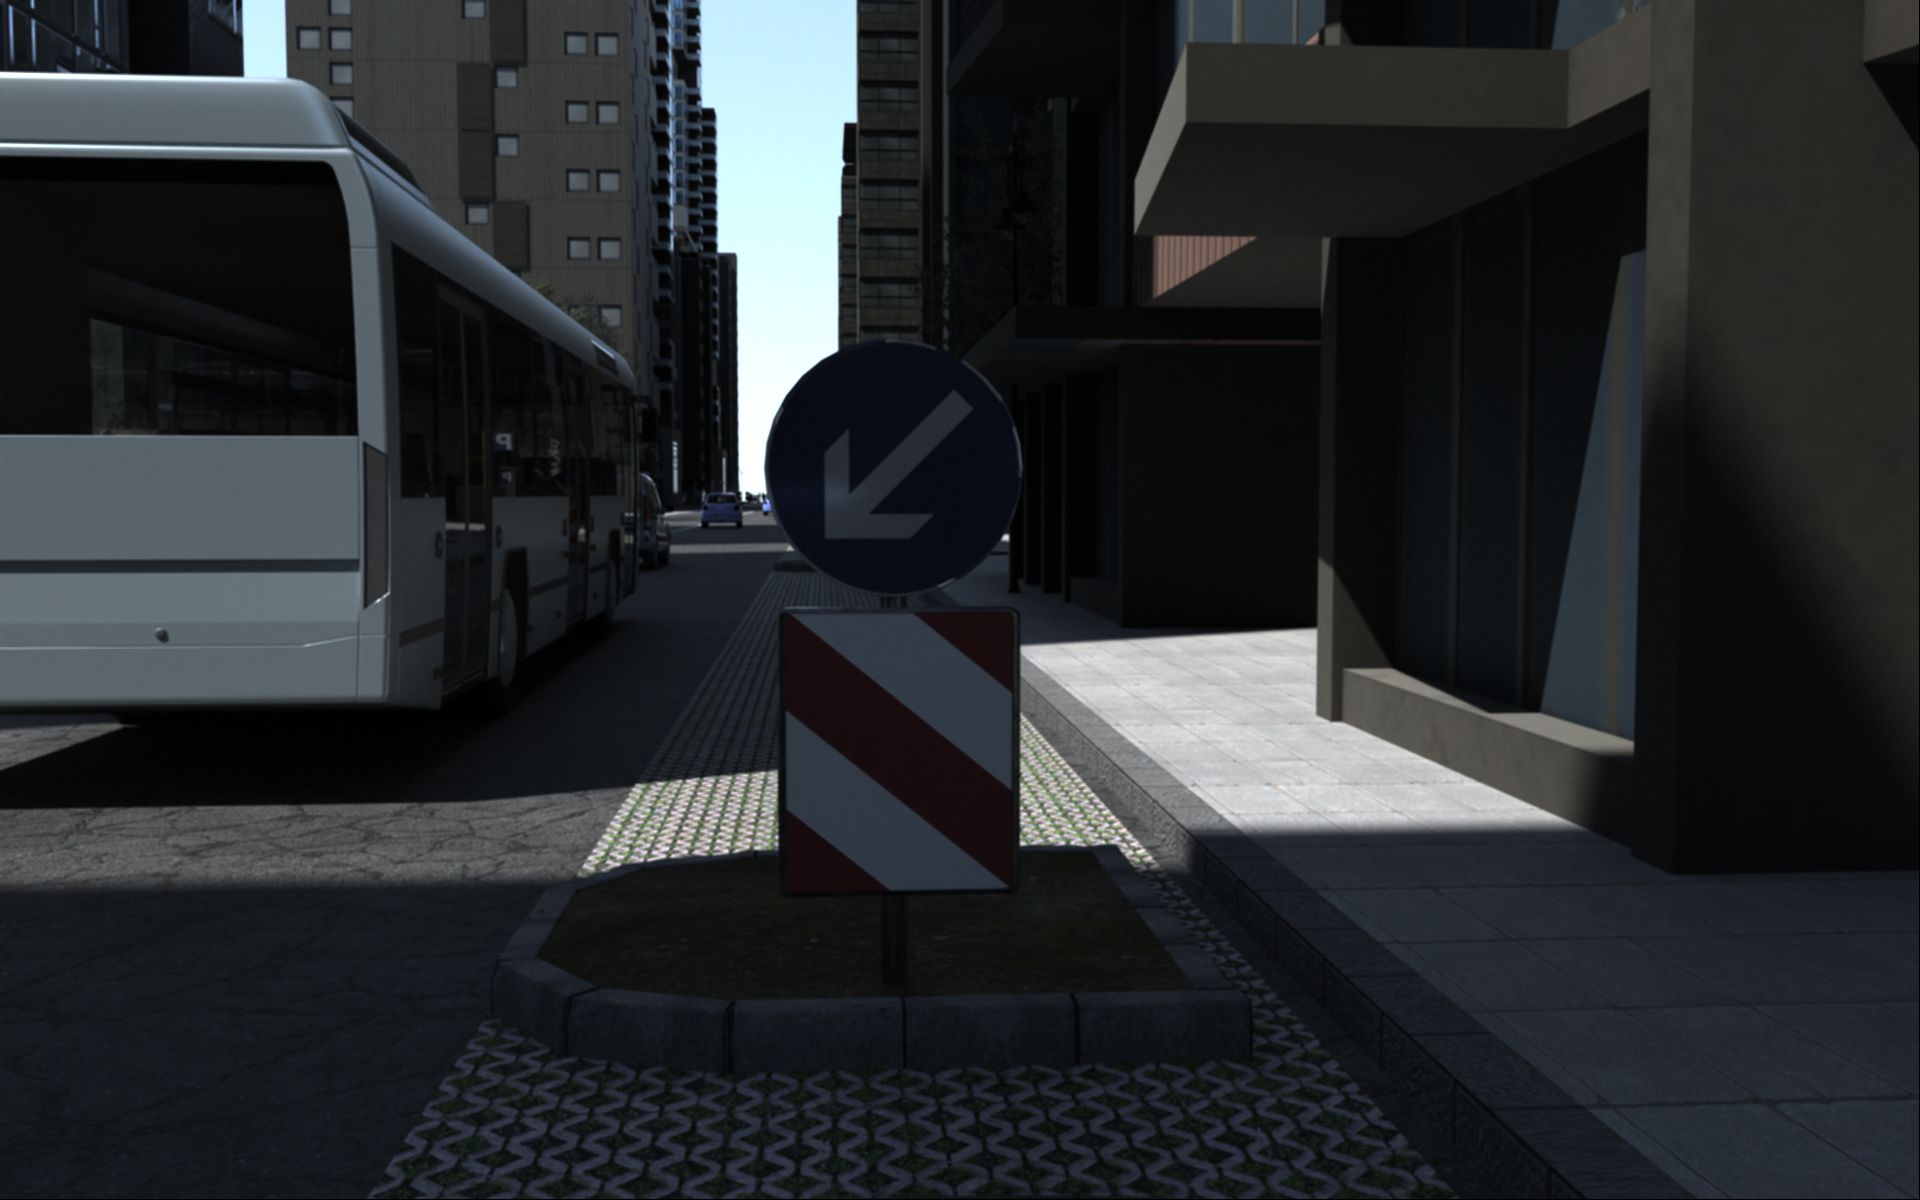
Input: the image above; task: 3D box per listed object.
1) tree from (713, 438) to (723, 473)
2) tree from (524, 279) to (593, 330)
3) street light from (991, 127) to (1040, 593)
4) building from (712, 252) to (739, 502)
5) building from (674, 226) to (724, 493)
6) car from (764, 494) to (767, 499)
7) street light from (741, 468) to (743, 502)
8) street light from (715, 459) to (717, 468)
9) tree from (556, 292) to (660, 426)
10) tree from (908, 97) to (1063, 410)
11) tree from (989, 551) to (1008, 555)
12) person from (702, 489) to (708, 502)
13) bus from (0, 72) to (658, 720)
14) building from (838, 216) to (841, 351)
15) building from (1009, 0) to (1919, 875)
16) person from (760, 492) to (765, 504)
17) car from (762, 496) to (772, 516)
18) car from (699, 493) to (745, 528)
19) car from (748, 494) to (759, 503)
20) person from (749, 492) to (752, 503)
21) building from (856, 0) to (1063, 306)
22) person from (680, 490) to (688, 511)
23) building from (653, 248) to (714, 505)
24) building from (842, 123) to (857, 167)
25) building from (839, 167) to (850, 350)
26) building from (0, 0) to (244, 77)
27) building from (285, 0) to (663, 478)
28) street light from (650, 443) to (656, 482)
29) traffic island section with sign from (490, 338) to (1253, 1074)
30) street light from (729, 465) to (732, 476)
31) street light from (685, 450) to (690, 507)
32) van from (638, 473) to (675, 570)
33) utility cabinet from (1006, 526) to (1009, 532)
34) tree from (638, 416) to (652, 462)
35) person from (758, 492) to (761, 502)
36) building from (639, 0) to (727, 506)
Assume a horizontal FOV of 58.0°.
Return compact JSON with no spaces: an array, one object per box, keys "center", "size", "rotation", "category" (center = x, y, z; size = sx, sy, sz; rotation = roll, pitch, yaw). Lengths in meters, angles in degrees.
[{"center":[-31.513,-16.256,216.152],"size":[4.737,8.622,4.395],"rotation":[0,3,0],"category":"tree"},{"center":[-22.456,-10.645,92.165],"size":[7.486,12.596,7.792],"rotation":[0,3,0],"category":"tree"},{"center":[0.705,-3.032,22.357],"size":[0.468,5.910,1.993],"rotation":[0,4,-5],"category":"street light"},{"center":[-43.854,-36.772,284.819],"size":[14.154,41.232,14.086],"rotation":[0,4,-5],"category":"building"},{"center":[-48.509,-33.149,233.863],"size":[32.217,40.220,23.993],"rotation":[0,4,-5],"category":"building"},{"center":[-29.018,-15.632,264.627],"size":[2.155,1.783,4.494],"rotation":[0,4,-5],"category":"car"},{"center":[-37.235,-19.746,295.626],"size":[0.468,5.910,1.993],"rotation":[0,4,-5],"category":"street light"},{"center":[-31.695,-15.416,224.838],"size":[0.468,5.910,1.993],"rotation":[0,4,-5],"category":"street light"},{"center":[-23.284,-11.869,104.435],"size":[12.009,13.543,11.850],"rotation":[0,3,0],"category":"tree"},{"center":[0.961,-4.970,31.620],"size":[4.360,8.622,3.978],"rotation":[0,3,0],"category":"tree"},{"center":[0.647,-2.586,36.879],"size":[1.663,3.219,1.824],"rotation":[0,3,0],"category":"tree"},{"center":[-18.566,-7.207,126.352],"size":[0.620,1.820,0.660],"rotation":[1,4,16],"category":"person"},{"center":[-4.437,-1.183,14.199],"size":[2.948,3.499,13.247],"rotation":[0,4,-5],"category":"bus"},{"center":[-11.010,-35.045,256.571],"size":[14.154,41.232,14.086],"rotation":[0,4,-5],"category":"building"},{"center":[11.332,-21.950,13.501],"size":[22.147,44.769,28.867],"rotation":[0,4,-5],"category":"building"},{"center":[-29.615,-15.311,259.366],"size":[0.750,1.759,0.617],"rotation":[-2,4,-32],"category":"person"},{"center":[-12.386,-6.564,116.907],"size":[1.945,1.707,3.694],"rotation":[0,4,-4],"category":"car"},{"center":[-10.125,-3.922,73.723],"size":[1.945,1.707,3.694],"rotation":[0,4,-6],"category":"car"},{"center":[-34.616,-17.029,290.428],"size":[2.014,1.417,4.499],"rotation":[0,4,-5],"category":"car"},{"center":[-32.389,-15.824,268.146],"size":[0.541,1.710,0.530],"rotation":[0,4,-2],"category":"person"},{"center":[1.206,-19.919,97.381],"size":[14.160,30.474,14.107],"rotation":[0,4,-5],"category":"building"},{"center":[-23.016,-8.281,144.343],"size":[0.683,1.767,0.568],"rotation":[-1,4,-14],"category":"person"},{"center":[-36.642,-26.454,204.216],"size":[14.160,30.474,14.107],"rotation":[0,4,-5],"category":"building"},{"center":[-2.694,-33.525,202.754],"size":[22.147,44.769,28.867],"rotation":[0,4,-5],"category":"building"},{"center":[-3.673,-23.519,156.239],"size":[14.160,30.474,14.107],"rotation":[0,4,-5],"category":"building"},{"center":[-33.342,-44.801,45.166],"size":[31.000,86.520,22.319],"rotation":[0,4,-5],"category":"building"},{"center":[-40.931,-34.379,151.331],"size":[28.713,52.752,27.495],"rotation":[0,4,-5],"category":"building"},{"center":[-24.990,-10.304,141.264],"size":[0.468,5.910,1.993],"rotation":[0,4,-5],"category":"street light"},{"center":[-0.331,0.209,5.213],"size":[1.989,1.847,2.006],"rotation":[0,4,-5],"category":"traffic island section with sign"},{"center":[-34.418,-17.574,260.129],"size":[0.468,5.910,1.993],"rotation":[0,4,-5],"category":"street light"},{"center":[-27.860,-12.479,176.820],"size":[0.468,5.910,1.993],"rotation":[0,4,-5],"category":"street light"},{"center":[-6.681,-1.660,34.145],"size":[2.013,2.044,4.112],"rotation":[0,4,-4],"category":"van"},{"center":[1.528,-3.008,57.857],"size":[1.173,1.500,0.318],"rotation":[1,4,20],"category":"utility cabinet"},{"center":[-24.295,-10.678,124.948],"size":[4.360,8.622,3.978],"rotation":[0,3,0],"category":"tree"},{"center":[-34.476,-17.637,296.731],"size":[0.599,1.838,0.709],"rotation":[1,4,10],"category":"person"},{"center":[-46.356,-57.976,260.585],"size":[22.319,86.520,31.000],"rotation":[0,4,-5],"category":"building"}]
